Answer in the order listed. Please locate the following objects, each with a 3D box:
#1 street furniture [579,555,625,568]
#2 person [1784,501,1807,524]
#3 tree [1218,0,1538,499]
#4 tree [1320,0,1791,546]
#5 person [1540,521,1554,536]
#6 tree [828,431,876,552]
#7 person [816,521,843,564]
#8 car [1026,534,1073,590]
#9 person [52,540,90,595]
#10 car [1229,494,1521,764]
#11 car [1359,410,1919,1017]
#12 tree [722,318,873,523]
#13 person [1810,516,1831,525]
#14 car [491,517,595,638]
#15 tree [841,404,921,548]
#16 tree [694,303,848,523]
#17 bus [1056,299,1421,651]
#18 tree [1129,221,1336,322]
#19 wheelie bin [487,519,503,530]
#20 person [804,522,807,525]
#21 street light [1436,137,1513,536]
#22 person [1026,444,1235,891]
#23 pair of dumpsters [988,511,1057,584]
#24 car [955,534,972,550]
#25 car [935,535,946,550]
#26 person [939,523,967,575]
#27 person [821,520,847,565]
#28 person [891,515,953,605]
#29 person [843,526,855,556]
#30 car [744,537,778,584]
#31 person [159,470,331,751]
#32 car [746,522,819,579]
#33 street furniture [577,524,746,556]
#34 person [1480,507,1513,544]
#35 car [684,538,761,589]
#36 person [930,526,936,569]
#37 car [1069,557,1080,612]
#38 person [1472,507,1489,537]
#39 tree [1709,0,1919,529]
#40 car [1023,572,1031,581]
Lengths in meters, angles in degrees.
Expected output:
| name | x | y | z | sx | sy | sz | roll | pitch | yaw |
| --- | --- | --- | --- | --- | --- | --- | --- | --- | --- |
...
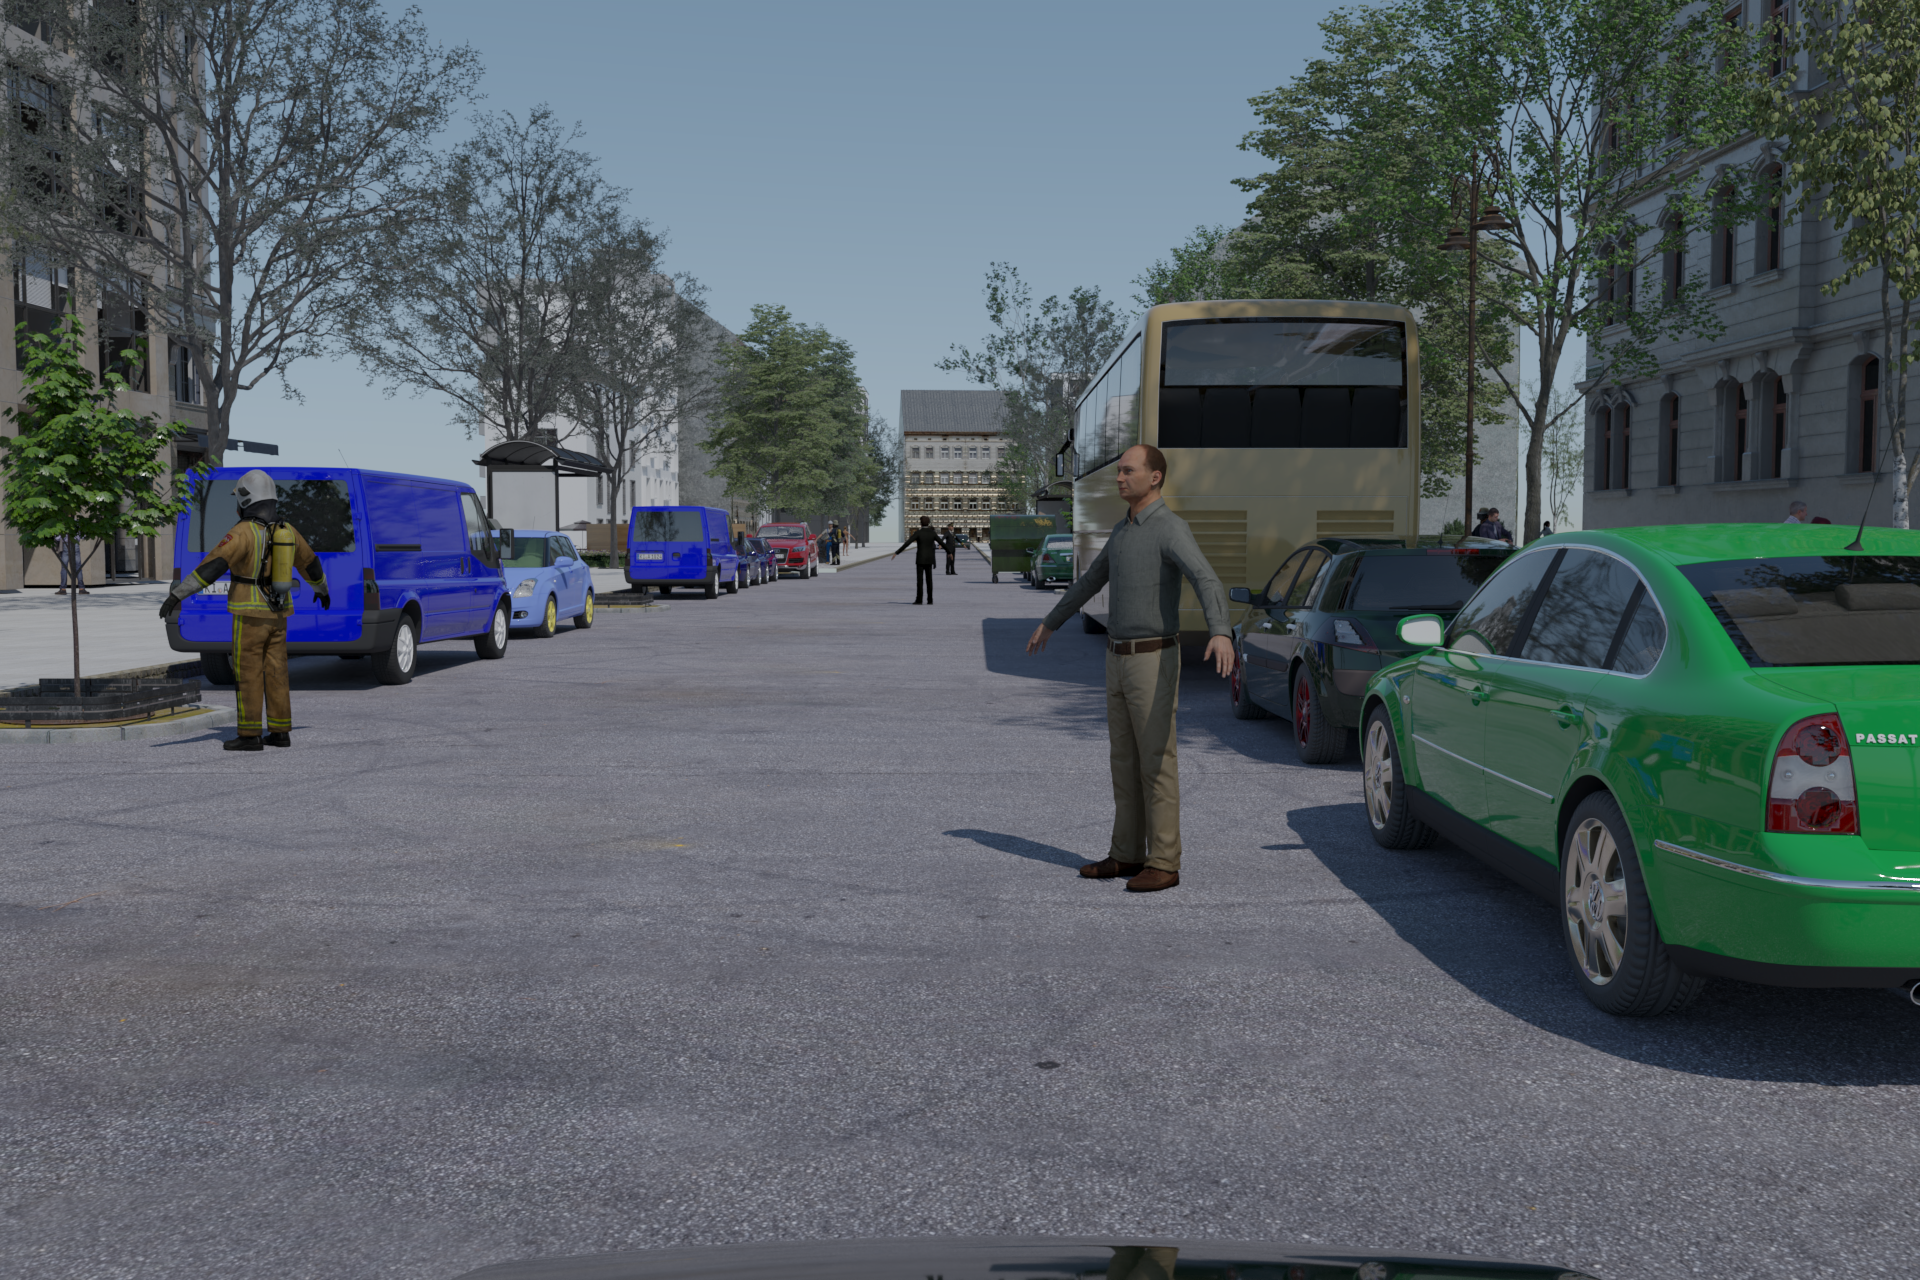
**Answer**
| name | x | y | z | sx | sy | sz | roll | pitch | yaw |
| --- | --- | --- | --- | --- | --- | --- | --- | --- | --- |
| street furniture | -12.968 | -3.142 | 67.001 | 10.072 | 0.657 | 5.734 | 0 | 4 | -3 |
| person | 10.839 | -0.946 | 22.443 | 0.436 | 1.711 | 0.756 | 1 | 4 | 20 |
| tree | 8.863 | -7.339 | 38.121 | 7.486 | 12.596 | 7.792 | 0 | 3 | 0 |
| tree | 9.501 | -6.262 | 28.137 | 9.928 | 11.665 | 9.643 | 0 | 3 | 0 |
| person | 19.715 | -3.128 | 57.980 | 0.721 | 1.735 | 1.217 | -2 | 4 | -25 |
| tree | -9.624 | -11.644 | 124.797 | 7.601 | 10.594 | 8.767 | 0 | 4 | -7 |
| person | -5.501 | -4.141 | 73.565 | 1.347 | 1.847 | 0.705 | 0 | 4 | -2 |
| car | 2.854 | -2.102 | 46.164 | 2.131 | 1.459 | 4.920 | 0 | 3 | 0 |
| person | -18.844 | -1.880 | 36.650 | 0.709 | 1.838 | 0.599 | -3 | 4 | -37 |
| car | 2.977 | -0.146 | 12.181 | 2.009 | 1.686 | 4.222 | 0 | 3 | 0 |
| car | 2.778 | 0.140 | 6.514 | 1.959 | 1.807 | 4.718 | 0 | 4 | 0 |
| tree | -9.606 | -11.981 | 102.549 | 9.857 | 13.997 | 8.962 | 0 | 3 | 0 |
| person | 7.588 | -0.378 | 15.397 | 0.989 | 1.438 | 0.599 | -1 | 4 | -13 |
| car | -6.453 | -0.942 | 24.997 | 1.945 | 1.707 | 3.694 | 0 | 4 | 0 |
| tree | -9.162 | -15.486 | 163.560 | 12.009 | 13.543 | 11.850 | 0 | 3 | 0 |
| tree | -9.265 | -10.262 | 85.914 | 7.486 | 12.596 | 7.792 | 0 | 3 | 0 |
| bus | 2.931 | -1.840 | 21.631 | 2.896 | 3.916 | 12.252 | 0 | 4 | 0 |
| tree | 8.865 | -8.070 | 57.697 | 9.928 | 11.665 | 9.643 | 0 | 3 | 0 |
| wheelie bin | -9.661 | -1.705 | 35.789 | 0.693 | 1.594 | 0.980 | 0 | 4 | 1 |
| person | -7.300 | -4.611 | 81.366 | 0.705 | 1.833 | 1.349 | 1 | 4 | 22 |
| street light | 6.111 | -2.932 | 20.726 | 0.468 | 5.910 | 1.993 | 0 | 4 | 0 |
| person | 0.723 | 0.100 | 7.090 | 0.705 | 1.796 | 1.348 | -2 | 4 | -30 |
| pair of dumpsters | 3.037 | -2.779 | 50.388 | 4.436 | 2.255 | 1.574 | 0 | 4 | 0 |
| car | 0.077 | -9.072 | 158.120 | 2.009 | 1.686 | 4.222 | 0 | 4 | -1 |
| car | -1.818 | -7.720 | 138.588 | 2.083 | 1.381 | 4.827 | 0 | 4 | 0 |
| person | -0.305 | -3.185 | 60.472 | 0.705 | 1.837 | 1.347 | 3 | 5 | 44 |
| person | -5.124 | -3.997 | 71.136 | 0.705 | 1.856 | 1.354 | 3 | 5 | 44 |
| person | -0.733 | -1.618 | 35.094 | 1.347 | 1.806 | 0.705 | -2 | 4 | -24 |
| person | -6.691 | -5.812 | 101.825 | 1.217 | 1.733 | 0.721 | 2 | 4 | 29 |
| car | -6.358 | -2.339 | 50.816 | 1.945 | 1.354 | 3.894 | 0 | 3 | 0 |
| person | -4.691 | -0.204 | 11.555 | 0.705 | 1.858 | 1.354 | 2 | 4 | 27 |
| car | -5.775 | -2.932 | 56.615 | 2.281 | 1.827 | 5.304 | 0 | 4 | 0 |
| street furniture | -13.100 | -4.115 | 74.128 | 11.010 | 1.723 | 9.812 | 3 | 5 | 42 |
| person | 9.912 | -1.549 | 31.825 | 0.683 | 1.767 | 0.568 | -2 | 4 | -33 |
| car | -6.409 | -2.093 | 46.808 | 1.945 | 1.354 | 3.894 | 0 | 4 | 0 |
| person | -1.194 | -3.770 | 70.823 | 1.216 | 1.740 | 0.721 | -2 | 4 | -32 |
| car | 2.946 | -1.118 | 30.280 | 2.014 | 1.417 | 4.499 | 0 | 4 | 0 |
| person | 11.041 | -1.881 | 36.615 | 0.704 | 1.845 | 1.351 | -2 | 4 | -23 |
| tree | 9.194 | -4.035 | 16.327 | 4.737 | 8.622 | 4.395 | 0 | 3 | 0 |
| car | 2.938 | -2.586 | 54.080 | 2.131 | 1.459 | 4.920 | 0 | 4 | 0 |
